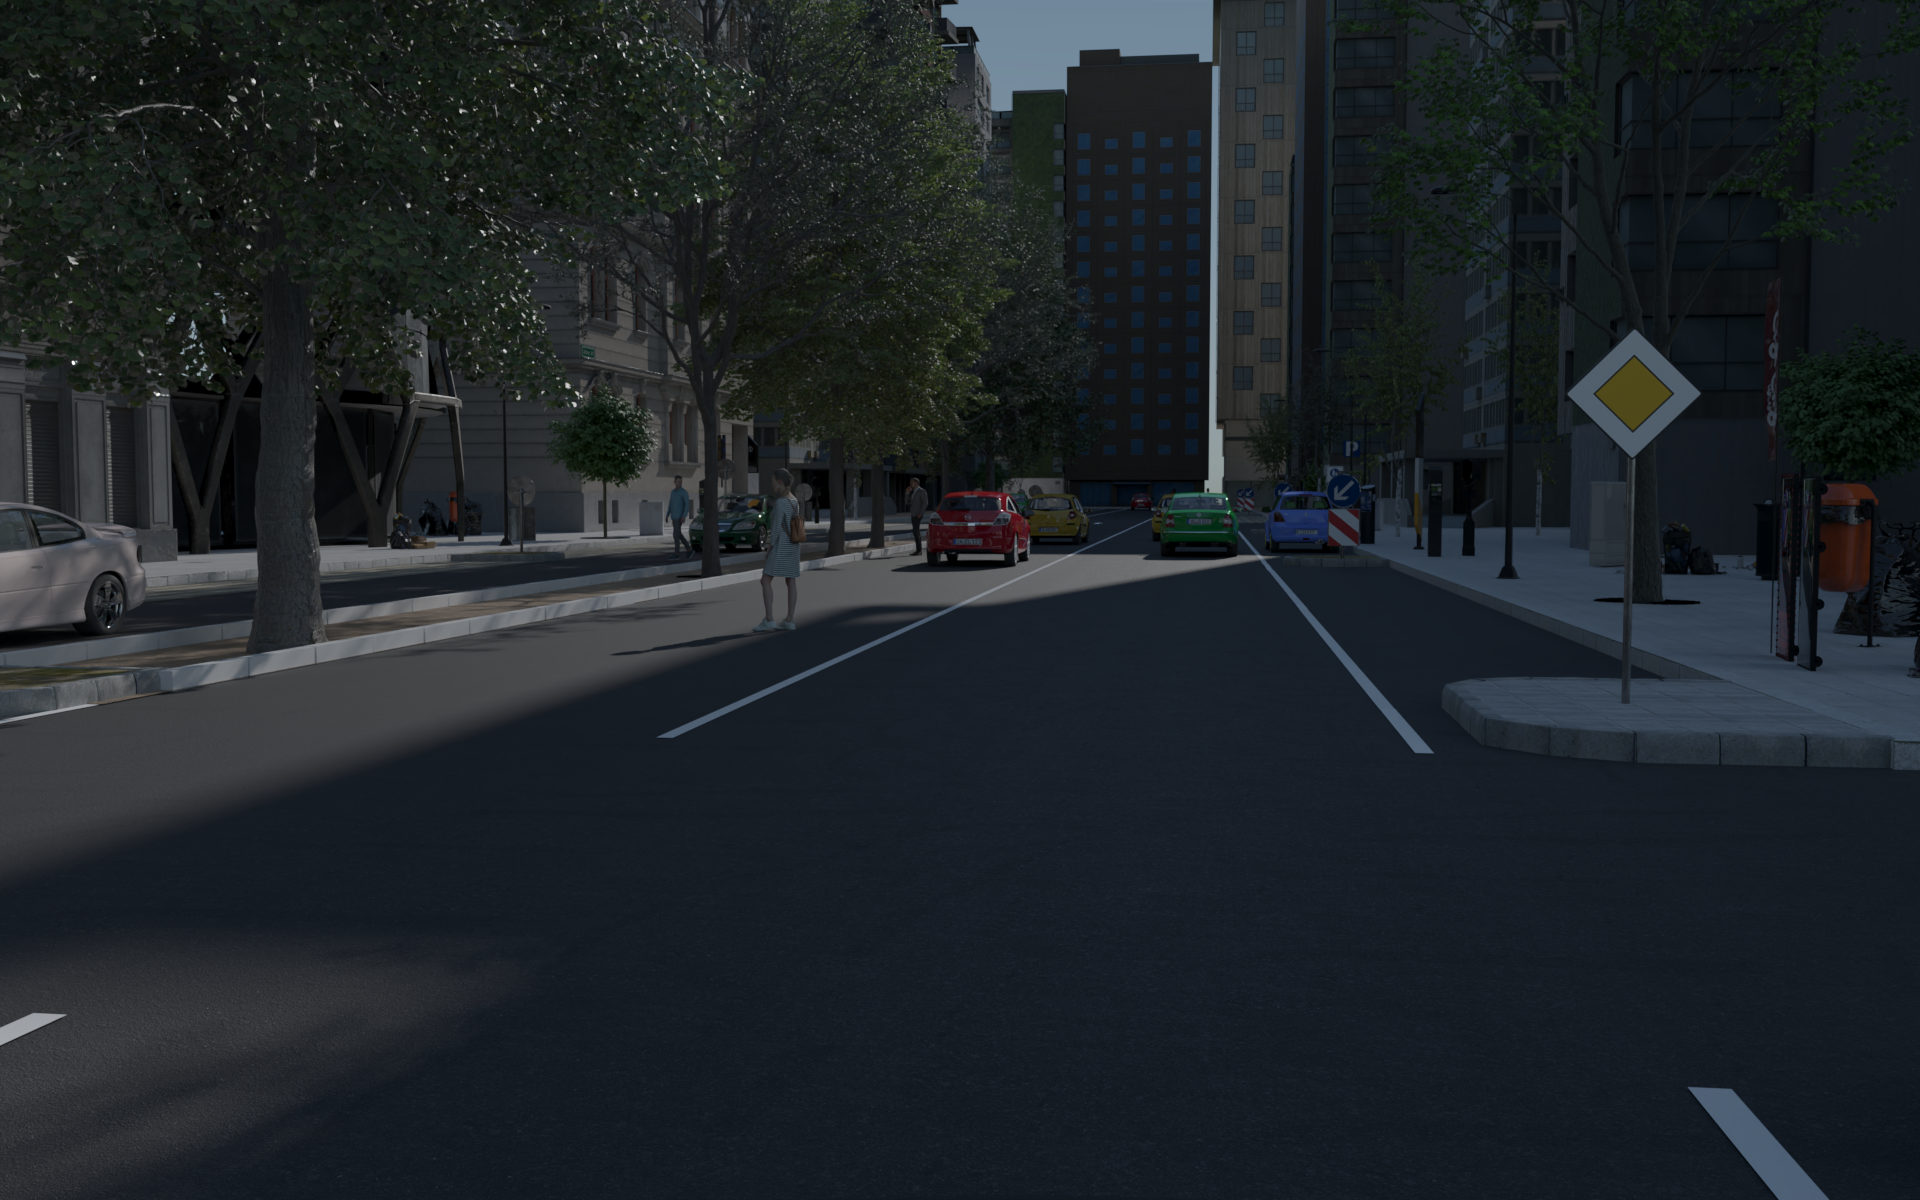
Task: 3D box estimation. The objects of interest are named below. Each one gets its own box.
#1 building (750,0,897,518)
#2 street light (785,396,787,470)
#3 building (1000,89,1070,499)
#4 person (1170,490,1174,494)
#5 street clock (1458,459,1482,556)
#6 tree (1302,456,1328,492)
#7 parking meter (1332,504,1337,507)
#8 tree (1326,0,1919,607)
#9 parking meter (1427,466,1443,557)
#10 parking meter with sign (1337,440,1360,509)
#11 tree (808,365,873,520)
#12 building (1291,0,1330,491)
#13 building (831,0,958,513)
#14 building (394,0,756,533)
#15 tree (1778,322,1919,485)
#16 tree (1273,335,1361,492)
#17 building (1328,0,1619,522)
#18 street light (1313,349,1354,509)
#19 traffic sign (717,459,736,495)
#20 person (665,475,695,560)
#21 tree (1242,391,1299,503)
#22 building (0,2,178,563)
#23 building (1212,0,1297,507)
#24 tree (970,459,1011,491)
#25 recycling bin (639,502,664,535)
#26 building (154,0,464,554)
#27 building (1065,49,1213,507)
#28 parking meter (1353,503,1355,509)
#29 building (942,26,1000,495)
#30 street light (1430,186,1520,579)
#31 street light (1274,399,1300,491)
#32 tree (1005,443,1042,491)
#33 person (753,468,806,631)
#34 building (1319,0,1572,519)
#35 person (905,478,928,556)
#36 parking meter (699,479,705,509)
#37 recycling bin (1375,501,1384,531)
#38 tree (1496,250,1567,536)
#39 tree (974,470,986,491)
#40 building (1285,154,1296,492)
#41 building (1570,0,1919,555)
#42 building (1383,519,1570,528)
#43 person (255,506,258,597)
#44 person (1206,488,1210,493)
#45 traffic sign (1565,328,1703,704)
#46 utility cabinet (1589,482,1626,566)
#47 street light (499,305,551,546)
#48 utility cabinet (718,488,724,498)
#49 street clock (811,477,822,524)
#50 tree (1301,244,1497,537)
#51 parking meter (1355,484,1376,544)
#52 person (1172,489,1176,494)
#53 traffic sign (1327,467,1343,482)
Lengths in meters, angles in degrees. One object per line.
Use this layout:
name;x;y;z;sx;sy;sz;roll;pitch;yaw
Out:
building;-20.883;-25.094;102.175;32.217;40.220;23.993;0;4;8
street light;-6.632;-6.030;71.137;1.470;5.913;1.316;0;4;8
building;4.477;-30.328;179.454;14.086;41.232;14.154;0;4;8
person;18.599;-8.737;151.295;1.348;1.831;0.705;0;4;-7
street clock;10.550;-1.915;35.877;0.358;2.002;0.471;-2;4;-26
tree;18.080;-5.763;88.834;1.663;3.219;1.824;0;3;0
parking meter;13.658;-3.320;62.696;0.372;1.533;0.369;0;3;0
tree;8.080;-5.775;20.177;9.928;11.665;9.643;0;3;0
parking meter;9.713;-1.816;35.406;0.255;1.863;0.399;1;4;11
parking meter with sign;12.732;-3.721;57.104;0.543;3.016;1.738;0;4;2
tree;-5.366;-8.247;85.196;4.360;8.622;3.978;0;3;0
building;33.328;-29.634;134.634;14.600;45.320;14.200;0;4;8
building;-12.100;-28.953;128.010;22.147;44.769;28.867;0;4;8
building;-17.043;-17.188;68.418;14.401;28.519;23.554;0;4;8
tree;17.215;-3.026;33.185;4.285;4.588;4.351;0;3;0
tree;16.774;-7.994;81.059;4.360;8.622;3.978;0;3;0
building;27.639;-19.923;97.436;14.160;30.474;14.107;0;4;8
street light;11.994;-5.071;55.459;1.470;5.913;1.316;0;4;8
traffic sign;-8.412;-3.795;62.149;0.768;2.556;0.104;1;4;15
person;-6.076;-1.799;37.776;0.748;1.841;0.638;-2;4;-35
tree;23.025;-10.776;126.550;4.737;8.622;4.395;0;3;0
building;-20.912;-10.722;24.452;9.793;20.994;18.267;0;4;8
building;40.164;-36.226;181.528;27.495;52.752;28.713;0;4;8
tree;2.494;-9.913;145.792;4.285;4.588;4.351;0;3;0
recycling bin;-9.616;-2.534;53.986;0.722;1.027;0.722;0;4;-8
building;-21.774;-10.761;43.400;16.820;18.784;16.811;0;4;8
building;18.518;-32.264;177.623;14.200;45.320;14.600;0;4;8
parking meter;13.746;-3.137;59.697;0.372;1.533;0.369;0;3;0
building;-4.544;-28.861;155.474;14.086;41.232;14.154;0;4;8
street light;7.788;-3.282;26.197;1.470;5.913;1.316;0;4;8
street light;16.051;-6.861;84.717;1.470;5.913;1.316;0;4;8
tree;5.665;-12.926;161.704;4.360;8.622;3.978;0;3;0
person;-1.867;-0.538;18.302;0.522;1.701;0.512;1;4;18
building;39.989;-25.854;114.592;32.217;40.220;23.993;0;4;8
person;-1.027;-1.942;40.436;0.473;1.802;0.592;-1;4;-14
parking meter;-9.699;-3.672;65.740;0.255;1.863;0.399;2;4;30
recycling bin;14.458;-2.951;60.806;0.722;1.027;0.722;1;4;21
tree;18.119;-6.295;53.285;4.737;8.622;4.395;0;3;0
tree;1.938;-8.747;137.613;1.663;3.219;1.824;0;3;0
building;35.208;-23.083;149.113;14.160;30.474;14.107;0;4;8
building;21.819;-16.505;41.558;14.160;30.474;14.107;0;4;8
building;34.045;-23.106;69.672;32.217;40.220;23.993;0;4;8
person;-9.268;-0.846;23.341;0.512;1.701;0.522;-1;4;-10
person;15.477;-6.081;108.023;1.348;1.812;0.705;-2;4;-25
traffic sign;4.076;-0.422;10.550;0.795;2.450;0.064;0;4;8
utility cabinet;11.617;-1.349;30.736;1.173;1.500;0.318;-3;5;-43
street light;-10.709;-4.289;42.664;1.470;5.913;1.316;0;4;8
utility cabinet;-8.373;-3.085;59.114;0.318;1.500;1.173;0;4;8
street clock;-6.226;-4.327;75.318;0.471;2.002;0.358;-1;4;-14
tree;13.176;-6.205;51.814;4.737;8.622;4.395;0;3;0
parking meter;10.491;-2.211;44.554;0.372;1.533;0.369;0;3;0
person;15.151;-6.951;122.178;0.705;1.821;1.348;-2;4;-25
traffic sign;13.873;-3.794;64.156;0.606;2.300;0.079;1;4;15
